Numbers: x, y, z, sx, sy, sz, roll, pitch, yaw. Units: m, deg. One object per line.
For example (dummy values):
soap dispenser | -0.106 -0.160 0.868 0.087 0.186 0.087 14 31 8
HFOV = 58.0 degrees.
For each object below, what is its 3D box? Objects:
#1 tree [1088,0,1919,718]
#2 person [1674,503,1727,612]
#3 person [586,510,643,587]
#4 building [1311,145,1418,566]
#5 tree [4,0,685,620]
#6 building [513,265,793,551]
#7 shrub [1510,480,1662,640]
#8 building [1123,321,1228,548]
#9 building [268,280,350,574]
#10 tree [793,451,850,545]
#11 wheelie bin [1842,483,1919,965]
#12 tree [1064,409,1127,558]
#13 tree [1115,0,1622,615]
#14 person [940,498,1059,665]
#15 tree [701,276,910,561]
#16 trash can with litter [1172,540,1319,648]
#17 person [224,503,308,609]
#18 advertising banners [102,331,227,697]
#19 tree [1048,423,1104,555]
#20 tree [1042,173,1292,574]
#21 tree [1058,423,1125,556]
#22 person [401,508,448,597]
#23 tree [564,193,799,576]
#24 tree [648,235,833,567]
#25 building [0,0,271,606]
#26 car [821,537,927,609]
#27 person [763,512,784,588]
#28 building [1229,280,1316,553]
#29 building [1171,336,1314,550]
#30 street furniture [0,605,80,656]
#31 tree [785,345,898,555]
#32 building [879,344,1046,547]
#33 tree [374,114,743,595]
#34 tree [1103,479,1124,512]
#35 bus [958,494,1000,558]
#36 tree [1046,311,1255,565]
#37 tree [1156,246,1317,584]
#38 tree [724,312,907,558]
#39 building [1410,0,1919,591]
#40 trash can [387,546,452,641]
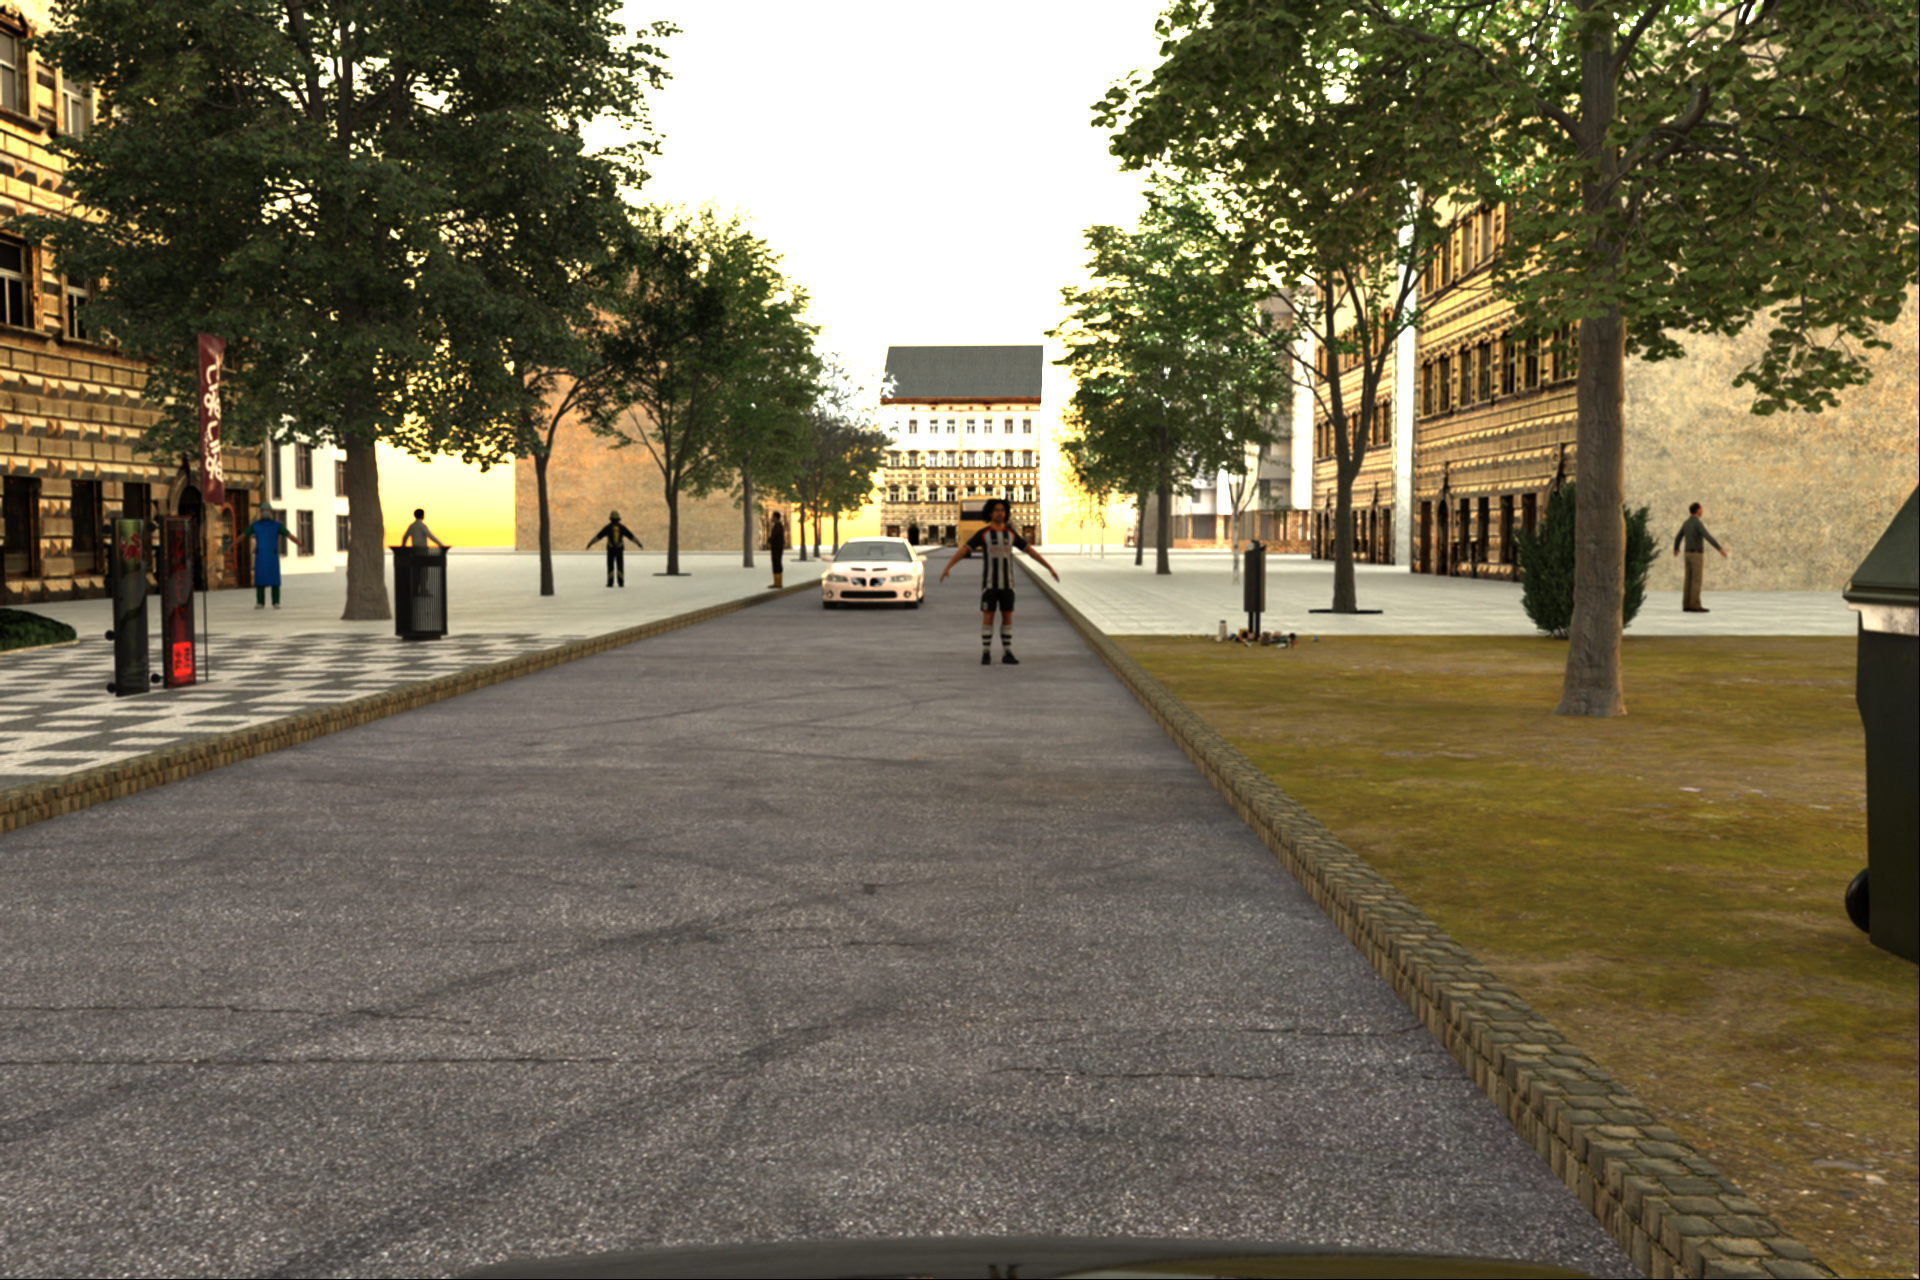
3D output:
tree | 4.466 -5.766 12.402 7.486 12.596 7.792 0 3 0
person | 12.113 -1.360 28.512 0.705 1.796 1.348 -1 4 -11
person | -8.383 -2.221 42.090 1.354 1.856 0.705 -1 4 -17
building | 26.979 -15.134 78.362 19.493 23.208 18.063 0 4 1
tree | -8.927 -7.271 25.540 9.857 13.997 8.962 0 3 0
building | -23.813 -18.781 137.997 19.493 23.208 18.063 0 4 2
shrub | 7.602 -1.041 21.063 1.661 2.075 1.752 0 3 0
building | 25.928 -20.653 168.598 19.493 23.208 18.063 0 4 1
building | -25.957 -7.173 59.430 9.099 9.664 28.070 0 3 0
tree | -15.572 -17.087 197.495 7.486 12.596 7.792 0 3 0
wheelie bin | 3.118 0.166 5.199 0.693 1.594 0.980 0 3 0
tree | 7.565 -8.649 91.767 4.360 8.622 3.978 0 3 0
tree | 6.387 -6.248 27.910 9.928 11.665 9.643 0 3 0
person | 0.421 -0.641 19.083 1.345 1.843 0.704 -1 4 -13
tree | -7.538 -10.518 82.335 12.009 13.543 11.850 0 3 0
trash can with litter | 3.449 -0.581 20.550 1.678 1.210 2.233 0 4 1
person | -11.934 -1.449 29.822 1.347 1.817 0.704 -1 4 -16
advertising banners | -6.578 -1.118 14.475 0.090 3.025 2.074 0 4 3
tree | 7.350 -9.424 104.443 4.360 8.622 3.978 0 3 0
tree | 6.476 -8.338 54.451 7.486 12.596 7.792 0 3 0
tree | 7.800 -9.112 99.344 4.737 8.622 4.395 0 3 0
person | -10.989 -1.783 35.333 1.347 1.806 0.705 2 4 33
tree | -8.849 -7.799 53.262 9.928 11.665 9.643 0 3 0
tree | -8.388 -9.046 66.033 7.486 12.596 7.792 0 3 0
building | -26.165 -12.317 32.304 19.493 23.208 18.063 0 4 2
car | -1.693 -1.372 34.786 2.083 1.381 4.827 0 4 1
person | -4.371 -2.134 41.031 0.704 1.812 1.346 1 4 9
building | 25.457 -16.701 129.484 16.016 20.090 11.380 0 4 1
building | 24.160 -18.240 154.636 16.016 20.090 11.380 0 4 1
street furniture | -11.434 -0.028 16.079 5.734 0.657 10.072 -1 4 -18
tree | -7.595 -11.378 104.153 7.486 12.596 7.792 0 3 0
building | 0.723 -22.410 199.790 18.063 23.208 19.493 0 4 4
tree | -8.633 -6.236 36.370 8.767 10.594 7.601 0 4 1
tree | 20.477 -17.701 199.778 12.009 13.543 11.850 0 3 0
bus | 1.276 -7.034 106.549 2.896 3.916 12.252 0 4 1
tree | 7.492 -8.336 70.710 8.767 10.594 7.601 -2 4 -26
tree | 7.120 -5.745 44.288 4.360 8.622 3.978 0 3 0
tree | -7.952 -11.231 93.998 12.009 13.543 11.850 0 3 0
building | 23.951 -13.223 47.132 19.493 23.208 18.063 0 4 1
trash can | -6.523 -0.569 20.950 0.748 1.137 0.748 0 3 0
